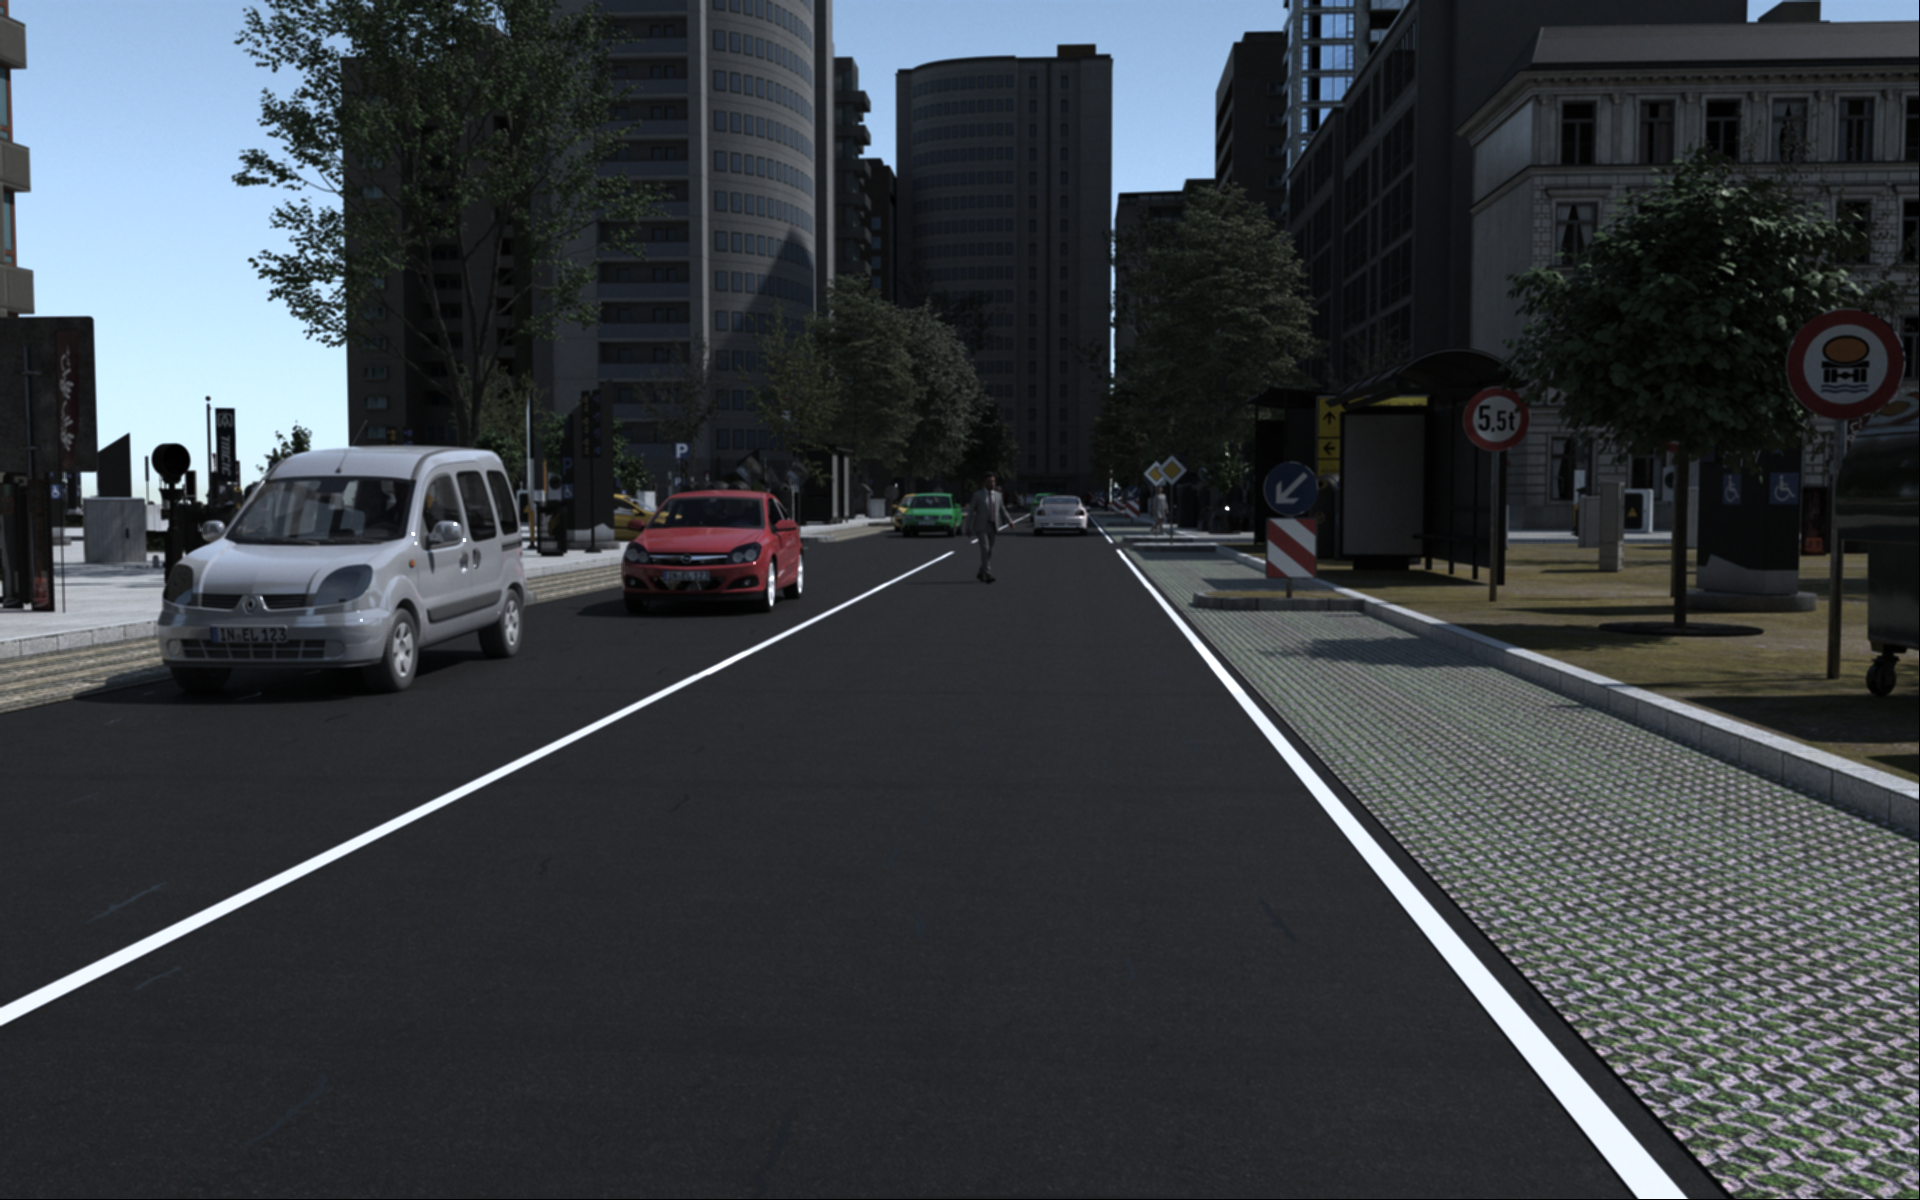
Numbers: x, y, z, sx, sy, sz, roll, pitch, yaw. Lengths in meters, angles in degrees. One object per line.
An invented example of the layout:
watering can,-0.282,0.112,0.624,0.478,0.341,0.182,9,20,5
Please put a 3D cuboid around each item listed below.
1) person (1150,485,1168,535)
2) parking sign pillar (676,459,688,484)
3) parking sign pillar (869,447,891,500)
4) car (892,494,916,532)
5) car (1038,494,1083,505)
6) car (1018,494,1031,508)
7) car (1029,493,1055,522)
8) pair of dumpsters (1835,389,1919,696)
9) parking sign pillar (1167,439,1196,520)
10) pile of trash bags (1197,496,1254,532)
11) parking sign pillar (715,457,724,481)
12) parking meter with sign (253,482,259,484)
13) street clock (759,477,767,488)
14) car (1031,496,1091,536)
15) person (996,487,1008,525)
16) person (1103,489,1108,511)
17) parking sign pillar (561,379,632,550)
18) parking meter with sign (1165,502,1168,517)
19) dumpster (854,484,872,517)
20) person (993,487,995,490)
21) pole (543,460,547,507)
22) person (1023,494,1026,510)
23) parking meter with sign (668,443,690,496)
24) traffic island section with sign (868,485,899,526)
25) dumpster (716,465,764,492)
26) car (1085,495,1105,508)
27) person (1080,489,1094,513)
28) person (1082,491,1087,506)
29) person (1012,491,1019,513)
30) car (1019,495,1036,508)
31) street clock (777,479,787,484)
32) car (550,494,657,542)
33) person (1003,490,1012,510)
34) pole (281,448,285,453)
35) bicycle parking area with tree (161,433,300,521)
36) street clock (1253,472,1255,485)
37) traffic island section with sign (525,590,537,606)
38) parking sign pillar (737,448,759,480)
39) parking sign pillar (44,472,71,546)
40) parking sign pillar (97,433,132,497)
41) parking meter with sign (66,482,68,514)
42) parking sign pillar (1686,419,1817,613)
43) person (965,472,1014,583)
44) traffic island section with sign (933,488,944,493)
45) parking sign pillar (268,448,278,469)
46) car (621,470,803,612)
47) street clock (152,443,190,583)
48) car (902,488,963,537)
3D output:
person,6.802,-3.061,59.302,0.760,1.731,0.466,2,4,35
parking sign pillar,-15.326,-6.544,95.465,1.447,3.967,1.447,-1,4,-18
parking sign pillar,-4.550,-6.748,98.798,1.447,3.967,1.447,-3,5,-41
car,-1.551,-3.457,66.741,2.015,1.641,3.980,0,4,4
car,4.485,-4.135,77.390,2.009,1.686,4.222,0,4,2
car,6.995,-10.699,185.158,2.015,1.641,3.980,0,4,4
car,4.524,-4.894,88.810,1.959,1.807,4.718,0,4,4
pair of dumpsters,6.261,-0.393,8.912,1.574,2.255,4.437,0,4,4
parking sign pillar,10.889,-5.899,84.923,1.447,3.967,1.447,2,4,33
pile of trash bags,9.865,-3.011,58.981,3.447,1.369,1.912,0,4,-2
parking sign pillar,-17.484,-8.402,125.844,1.447,3.967,1.447,-1,4,-17
parking meter with sign,-43.492,-6.804,107.512,1.738,3.016,0.543,0,4,-5
street clock,-8.522,-4.294,74.772,0.358,2.002,0.471,1,4,11
car,3.522,-2.943,60.477,2.083,1.381,4.827,0,4,4
person,1.807,-4.284,78.949,0.834,1.777,0.661,3,5,40
person,12.233,-8.354,145.075,0.705,1.826,1.348,0,4,-7
parking sign pillar,-8.651,-3.166,40.233,1.447,3.967,1.447,2,4,32
parking meter with sign,12.162,-6.124,96.392,1.738,3.016,0.543,0,4,-6
dumpster,-5.589,-5.490,95.527,1.264,1.857,1.865,0,4,4
person,1.357,-3.895,72.575,0.661,1.777,0.834,1,4,9
pole,-23.554,-6.386,98.251,0.158,3.312,0.155,0,3,0
person,5.954,-8.911,157.413,0.599,1.433,0.991,0,4,1
parking meter with sign,-9.730,-3.868,59.511,0.543,3.016,1.738,-1,4,-21
traffic island section with sign,-3.010,-4.197,77.257,1.989,1.847,2.006,0,4,4
dumpster,-7.537,-3.436,58.669,1.502,2.255,1.985,0,4,4
car,12.838,-9.256,163.909,1.945,1.354,3.894,0,4,2
person,9.516,-7.382,129.158,1.348,1.831,0.705,3,5,42
person,13.916,-11.119,190.393,1.348,1.812,0.705,2,4,29
person,4.136,-7.255,128.586,0.415,1.643,0.593,3,5,39
car,7.196,-10.237,179.731,2.083,1.381,4.827,0,4,4
street clock,-8.598,-4.831,83.560,0.471,2.002,0.358,2,4,27
car,-9.394,-2.319,48.133,3.980,1.641,2.015,0,4,4
person,4.134,-9.094,157.121,1.348,1.831,0.705,2,4,29
pole,-30.007,-5.077,76.853,0.158,3.312,0.155,0,3,0
bicycle parking area with tree,-33.069,-5.850,82.653,9.016,4.147,8.231,-3,5,-42
street clock,9.337,-3.019,53.932,0.358,2.002,0.471,-2,4,-28
traffic island section with sign,-6.543,-0.829,22.177,1.989,1.847,2.006,0,4,4
parking sign pillar,-12.229,-6.822,100.018,1.447,3.967,1.447,0,4,-7
parking sign pillar,-23.012,-3.345,43.156,1.447,3.967,1.447,1,4,23
parking sign pillar,-36.995,-5.337,75.735,1.447,3.967,1.447,-3,4,-39
parking meter with sign,-59.194,-7.210,114.145,1.738,3.016,0.543,2,4,26
parking sign pillar,8.803,-1.886,19.302,1.447,3.967,1.447,-1,4,-9
person,0.446,-1.178,28.038,0.678,1.792,0.850,-2,4,-27
traffic island section with sign,-1.264,-5.852,104.302,1.989,1.847,2.006,0,4,4
parking sign pillar,-39.800,-6.866,100.727,1.447,3.967,1.447,-2,4,-35
car,-3.115,-0.813,22.328,2.155,1.783,4.494,0,4,2
street clock,-11.286,-1.239,24.825,0.358,2.002,0.471,2,4,28
car,-0.912,-3.057,58.771,1.959,1.807,4.718,0,4,5
